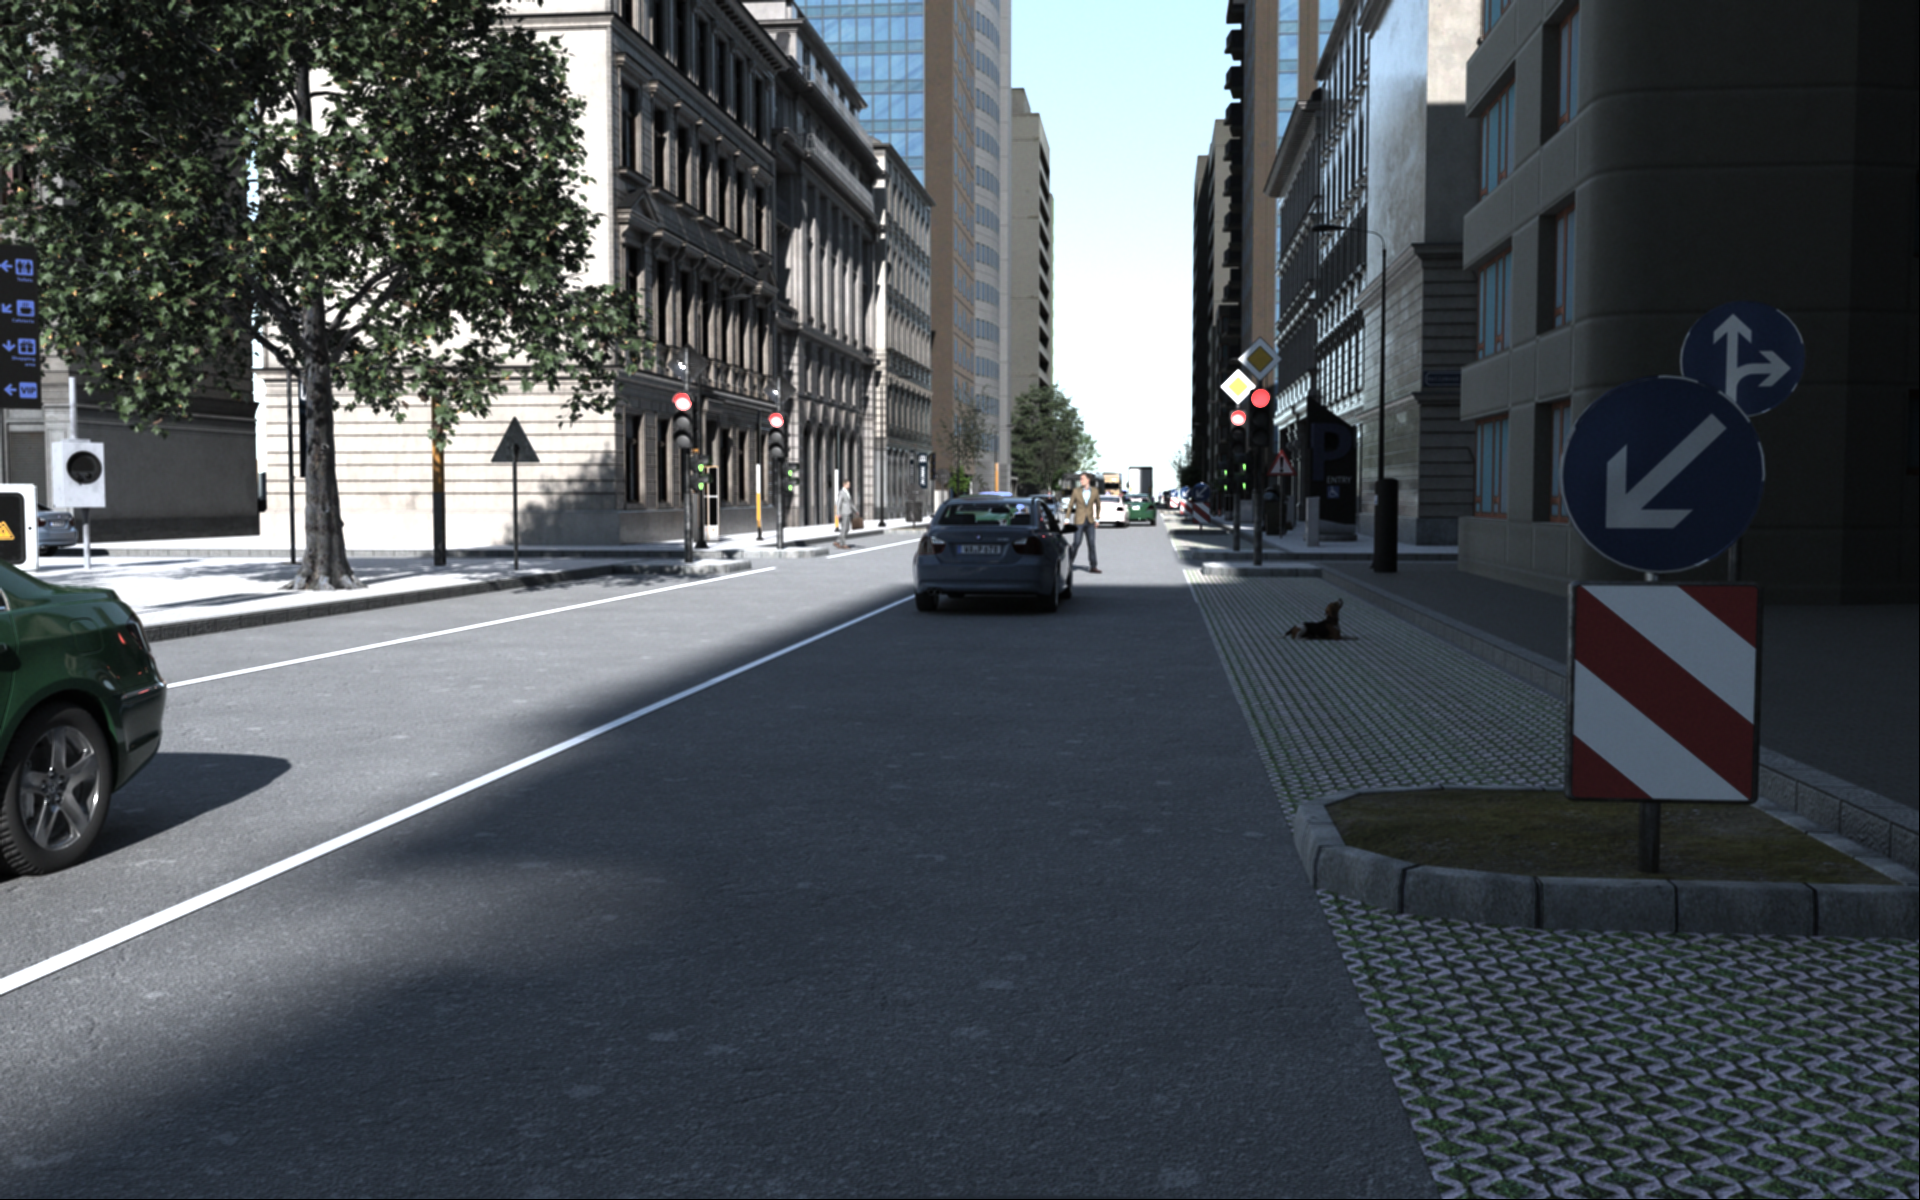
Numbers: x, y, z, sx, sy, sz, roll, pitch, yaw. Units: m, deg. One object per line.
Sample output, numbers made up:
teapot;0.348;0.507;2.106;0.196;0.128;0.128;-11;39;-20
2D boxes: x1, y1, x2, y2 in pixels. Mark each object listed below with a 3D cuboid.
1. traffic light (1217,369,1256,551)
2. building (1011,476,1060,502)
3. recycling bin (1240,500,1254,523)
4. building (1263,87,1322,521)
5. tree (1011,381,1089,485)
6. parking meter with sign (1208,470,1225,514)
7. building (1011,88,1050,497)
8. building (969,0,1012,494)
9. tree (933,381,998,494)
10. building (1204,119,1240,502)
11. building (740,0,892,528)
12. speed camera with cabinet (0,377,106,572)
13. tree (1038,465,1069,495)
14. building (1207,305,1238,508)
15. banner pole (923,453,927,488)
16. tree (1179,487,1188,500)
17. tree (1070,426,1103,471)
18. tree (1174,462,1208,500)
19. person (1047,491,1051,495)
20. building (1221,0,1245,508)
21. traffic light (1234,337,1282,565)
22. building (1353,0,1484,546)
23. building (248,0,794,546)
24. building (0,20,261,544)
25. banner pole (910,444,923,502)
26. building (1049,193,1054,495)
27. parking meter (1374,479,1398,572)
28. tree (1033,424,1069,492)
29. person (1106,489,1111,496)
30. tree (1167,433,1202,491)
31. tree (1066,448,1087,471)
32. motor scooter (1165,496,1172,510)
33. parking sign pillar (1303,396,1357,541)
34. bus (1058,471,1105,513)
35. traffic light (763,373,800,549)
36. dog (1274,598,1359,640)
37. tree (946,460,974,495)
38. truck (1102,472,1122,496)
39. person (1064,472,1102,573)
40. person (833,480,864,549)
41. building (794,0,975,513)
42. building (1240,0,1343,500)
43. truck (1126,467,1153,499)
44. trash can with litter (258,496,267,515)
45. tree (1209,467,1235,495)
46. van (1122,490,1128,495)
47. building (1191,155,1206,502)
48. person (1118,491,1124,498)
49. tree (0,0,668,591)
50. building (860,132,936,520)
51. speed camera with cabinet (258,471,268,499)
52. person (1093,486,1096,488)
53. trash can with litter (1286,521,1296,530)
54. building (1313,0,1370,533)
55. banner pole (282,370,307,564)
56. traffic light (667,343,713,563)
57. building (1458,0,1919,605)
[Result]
traffic light;6.230;-3.065;39.030;0.839;4.253;0.868;0;4;6
building;-1.463;-34.127;249.864;32.217;40.220;23.993;0;4;6
recycling bin;12.871;-3.914;76.542;0.722;1.027;0.722;-3;5;-41
building;21.499;-14.750;92.071;10.553;20.767;40.483;0;4;6
tree;9.422;-17.458;192.095;9.857;13.997;8.962;0;3;0
parking meter with sign;16.581;-7.057;111.643;0.543;3.016;1.738;-2;4;-24
building;-0.300;-35.959;211.623;21.300;48.544;21.600;0;4;6
building;-7.313;-36.820;144.010;21.231;58.520;28.212;0;4;6
tree;0.573;-9.724;109.347;4.360;8.622;3.978;0;3;0
building;41.515;-36.025;212.706;21.300;48.544;21.600;0;4;6
building;-11.276;-14.211;74.154;13.314;21.916;24.055;0;4;6
speed camera with cabinet;-15.359;-2.104;28.733;2.038;3.252;0.660;-3;5;-43
tree;12.128;-13.585;205.832;4.285;4.588;4.351;0;3;0
building;38.964;-19.954;171.288;27.650;21.520;28.899;0;4;6
banner pole;-2.146;-6.303;93.079;0.863;3.779;0.401;-1;4;-19
tree;32.983;-15.725;251.699;1.663;3.219;1.824;0;3;0
tree;17.957;-20.850;266.656;9.928;11.665;9.643;0;3;0
tree;23.312;-11.690;174.842;4.285;4.588;4.351;0;3;0
person;6.190;-6.674;119.091;0.593;1.643;0.415;2;4;34
building;32.900;-29.796;141.785;22.147;44.769;28.867;0;4;6
traffic light;5.347;-2.579;31.094;0.839;4.253;0.868;0;4;6
building;28.744;-13.853;45.587;34.723;24.649;14.460;0;4;6
building;-12.135;-11.459;51.987;10.561;19.102;19.286;0;4;6
building;-31.135;-12.259;49.585;18.267;20.994;9.793;0;4;6
banner pole;-2.349;-5.939;87.116;0.401;3.779;0.863;-2;4;-27
building;5.032;-33.386;229.454;14.154;41.232;14.086;0;4;6
parking meter;7.002;-1.227;28.466;0.372;1.533;0.369;0;3;0
tree;9.369;-14.105;180.977;4.360;8.622;3.978;0;3;0
person;10.924;-7.213;126.296;0.599;1.838;0.709;3;5;40
tree;27.131;-15.713;207.261;4.360;8.622;3.978;0;3;0
tree;14.803;-17.171;231.110;4.737;8.622;4.395;0;3;0
motor scooter;17.967;-8.327;148.930;0.815;1.314;1.986;1;4;8
parking sign pillar;10.173;-3.608;47.467;1.447;3.967;1.447;0;4;-5
bus;9.611;-8.556;134.757;2.948;3.499;13.247;0;4;8
traffic light;-4.169;-3.134;40.167;0.839;4.253;0.868;0;4;6
dog;3.507;0.192;17.059;0.550;0.427;0.748;-3;5;-40
tree;0.047;-6.377;98.861;1.663;3.219;1.824;0;3;0
truck;19.871;-14.568;227.103;2.839;4.237;11.283;0;4;7
person;2.226;-1.416;31.558;0.656;1.842;0.836;-3;5;-40
person;-2.984;-2.248;45.378;0.853;1.813;0.709;1;4;19
building;-6.551;-28.900;122.632;14.600;45.320;14.200;0;4;6
building;27.053;-28.788;120.791;14.600;45.320;14.200;0;4;6
truck;19.005;-11.860;182.822;2.839;4.237;11.283;0;4;5
trash can with litter;-22.764;-2.849;57.639;1.678;1.210;2.233;1;4;21
tree;16.673;-7.000;109.043;1.663;3.219;1.824;0;3;0
van;24.757;-15.956;265.262;2.240;2.365;5.245;0;4;7
building;42.421;-37.345;234.298;21.300;48.544;21.600;0;4;6
person;14.569;-8.978;156.010;1.217;1.743;0.721;0;4;-1
tree;-8.724;-6.487;23.078;9.611;12.733;9.660;0;3;0
building;-7.278;-15.052;95.247;9.793;20.994;18.267;0;4;6
speed camera with cabinet;-27.810;-4.714;71.402;2.038;3.252;0.660;-3;4;-38
person;6.359;-4.439;81.165;0.778;1.811;0.616;2;4;30
trash can with litter;11.435;-3.091;61.933;1.055;1.170;0.624;0;4;-7
building;18.506;-13.063;62.730;9.793;20.994;18.267;0;4;6
banner pole;-12.048;-2.555;31.796;0.863;3.779;0.401;-3;4;-39
traffic light;-5.052;-2.649;32.231;0.839;4.253;0.868;0;4;6
building;20.525;-10.251;12.649;27.650;21.520;28.899;0;4;6
